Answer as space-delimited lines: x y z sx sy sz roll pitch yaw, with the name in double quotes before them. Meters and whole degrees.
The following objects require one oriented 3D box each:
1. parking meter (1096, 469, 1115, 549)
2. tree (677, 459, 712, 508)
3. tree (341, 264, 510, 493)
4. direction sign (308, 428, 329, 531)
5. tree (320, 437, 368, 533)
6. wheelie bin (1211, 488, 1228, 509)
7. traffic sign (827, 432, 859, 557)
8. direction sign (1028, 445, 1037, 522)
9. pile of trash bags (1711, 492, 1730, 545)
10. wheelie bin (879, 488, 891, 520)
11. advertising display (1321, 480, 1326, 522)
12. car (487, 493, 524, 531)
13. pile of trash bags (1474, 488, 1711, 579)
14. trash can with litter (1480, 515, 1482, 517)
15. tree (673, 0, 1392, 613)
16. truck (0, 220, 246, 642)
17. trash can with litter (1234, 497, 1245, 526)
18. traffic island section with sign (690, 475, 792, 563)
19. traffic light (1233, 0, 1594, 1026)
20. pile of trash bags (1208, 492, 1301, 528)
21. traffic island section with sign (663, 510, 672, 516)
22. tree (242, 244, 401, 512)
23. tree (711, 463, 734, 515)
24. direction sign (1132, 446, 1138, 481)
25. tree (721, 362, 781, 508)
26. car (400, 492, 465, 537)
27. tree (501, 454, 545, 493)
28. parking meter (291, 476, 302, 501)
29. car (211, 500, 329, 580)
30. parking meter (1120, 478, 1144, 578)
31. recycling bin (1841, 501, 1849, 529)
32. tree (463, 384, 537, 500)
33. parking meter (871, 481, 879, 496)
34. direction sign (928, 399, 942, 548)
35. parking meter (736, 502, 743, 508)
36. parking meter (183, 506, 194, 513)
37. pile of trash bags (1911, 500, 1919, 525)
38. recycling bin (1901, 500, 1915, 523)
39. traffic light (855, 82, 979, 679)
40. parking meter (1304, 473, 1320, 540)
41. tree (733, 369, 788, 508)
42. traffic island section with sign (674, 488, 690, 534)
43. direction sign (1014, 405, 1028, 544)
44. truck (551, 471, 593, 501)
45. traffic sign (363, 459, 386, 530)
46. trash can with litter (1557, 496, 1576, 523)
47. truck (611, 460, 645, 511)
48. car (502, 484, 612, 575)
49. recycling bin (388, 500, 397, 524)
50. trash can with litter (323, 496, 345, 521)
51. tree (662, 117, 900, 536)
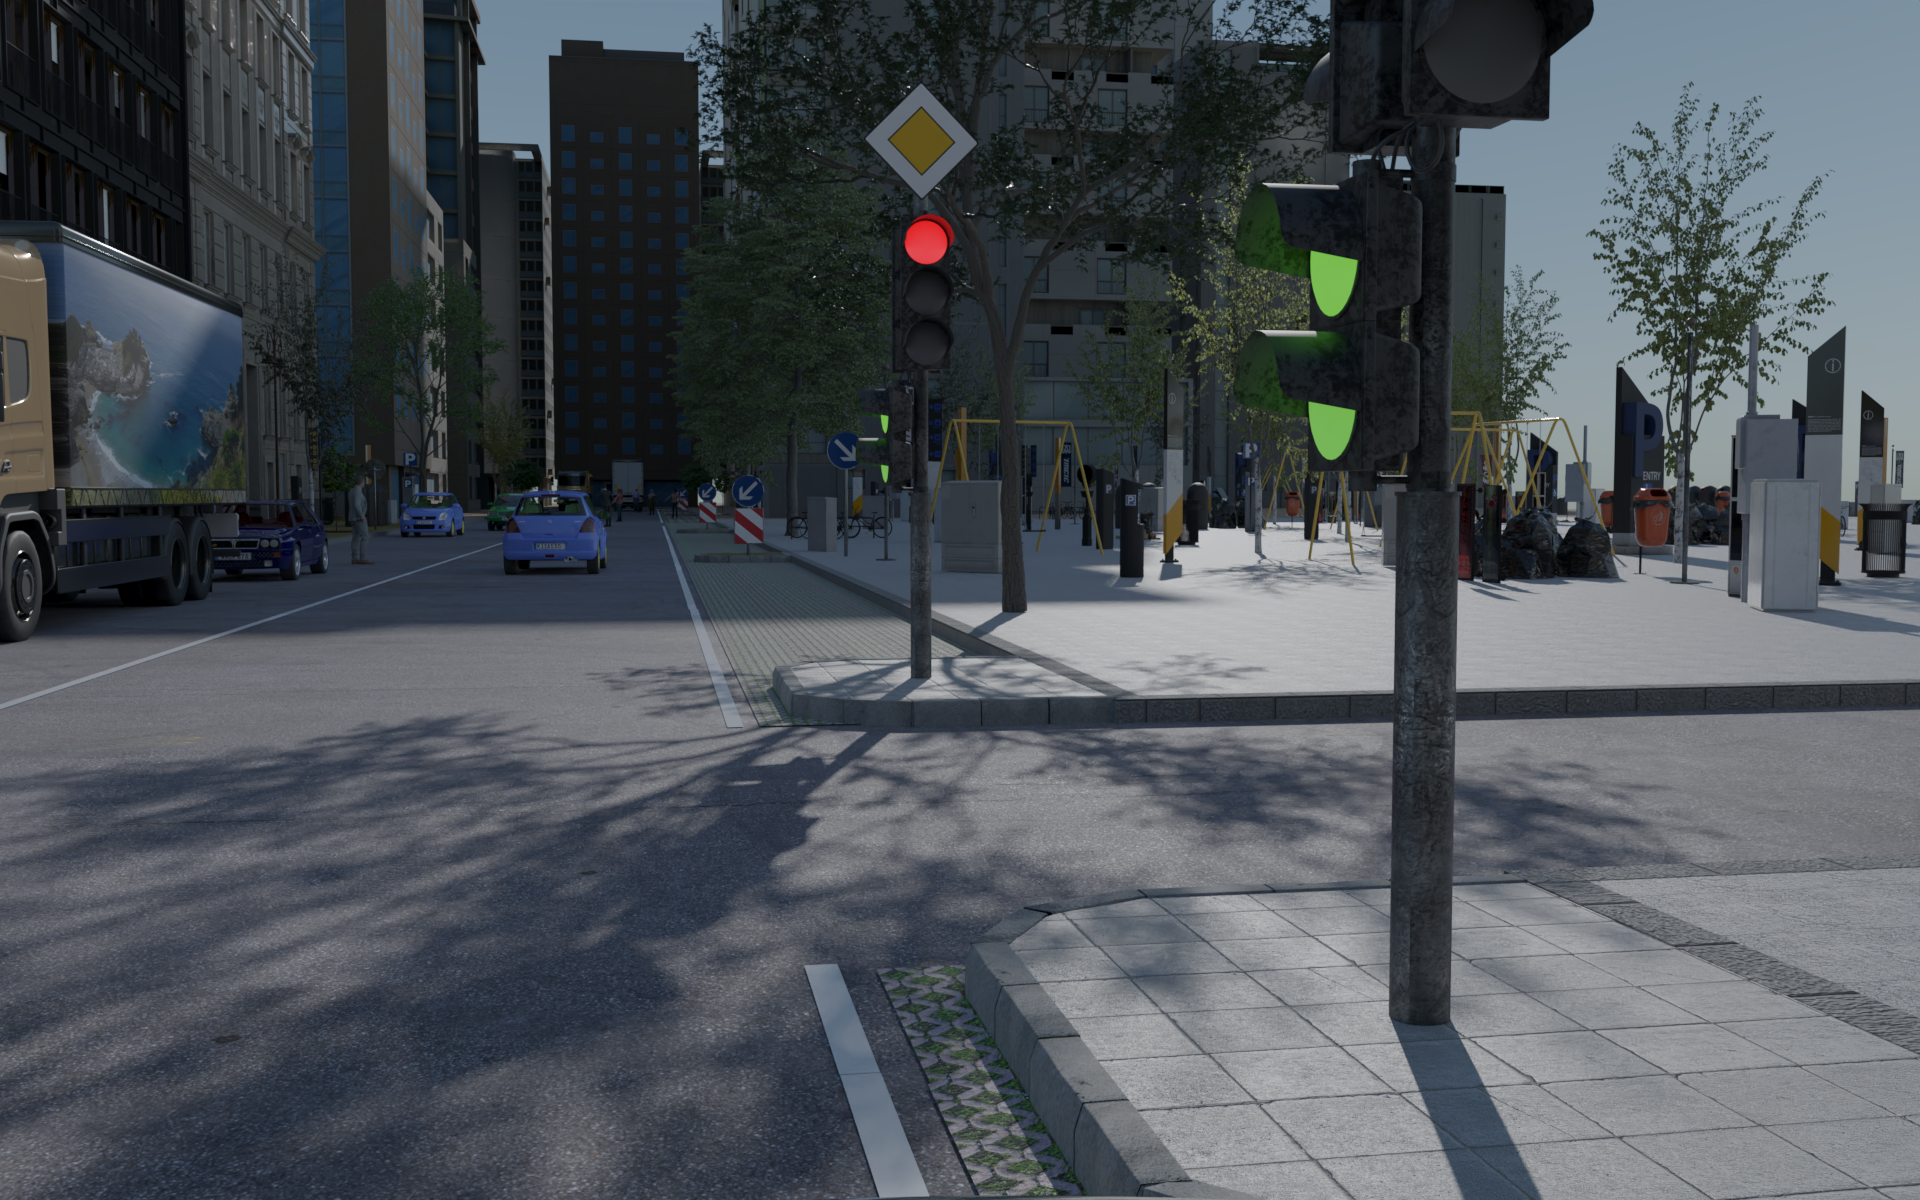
"parking meter" 3.371 -2.111 40.225 0.399 1.863 0.255 -3 5 -40
"tree" -24.890 -10.932 162.452 4.285 4.588 4.351 0 3 0
"tree" -24.169 -9.308 77.937 9.928 11.665 9.643 0 3 0
"direction sign" -22.012 -4.132 59.559 0.379 3.537 0.876 2 4 28
"tree" -20.879 -3.863 57.756 1.663 3.219 1.824 0 3 0
"wheelie bin" 13.136 -4.896 87.964 0.693 1.594 0.980 3 4 37
"traffic sign" -2.343 -2.166 35.526 0.768 2.556 0.104 0 4 -7
"direction sign" 3.189 -5.387 80.069 0.876 3.537 0.379 3 5 41
"pile of trash bags" 18.088 -2.112 44.279 3.447 1.369 1.912 0 4 5
"wheelie bin" -3.674 -4.624 83.518 0.693 1.594 0.980 0 4 4
"advertising display" 16.364 -4.553 79.657 0.974 1.923 0.123 3 4 36
"car" -17.744 -3.683 69.021 1.959 1.807 4.718 -1 4 -8
"pile of trash bags" 9.596 -1.064 27.153 3.447 1.369 1.912 -1 4 -14
"trash can with litter" 28.439 -4.959 92.135 2.233 1.210 1.678 2 4 28
"tree" 0.668 -5.166 18.879 8.767 10.594 7.601 1 4 9
"truck" -10.810 -1.896 19.910 2.839 4.237 11.283 -1 4 -10
"trash can with litter" 11.221 -3.583 69.964 0.624 1.170 1.055 -1 4 -20
"traffic island section with sign" -4.636 -1.719 36.733 1.989 1.847 2.006 -1 4 -10
"traffic light" 1.108 -0.930 4.131 0.839 4.253 0.868 -1 4 -10
"pile of trash bags" 11.121 -3.401 65.355 3.447 1.369 1.912 0 4 8
"traffic island section with sign" -18.074 -6.341 112.302 1.989 1.847 2.006 -1 4 -10
"tree" -19.266 -6.210 51.902 4.360 8.622 3.978 0 3 0
"tree" -14.599 -6.899 107.401 1.663 3.219 1.824 0 3 0
"direction sign" 8.193 -5.456 81.208 0.379 3.537 0.876 -1 4 -8
"tree" -10.835 -8.430 88.190 4.360 8.622 3.978 0 3 0
"car" -17.871 -3.002 58.677 1.945 1.707 3.694 0 4 -8
"tree" -35.228 -9.477 138.666 4.285 4.588 4.351 0 3 0
"parking meter" -21.332 -3.059 55.721 0.255 1.863 0.399 0 4 -2
"car" -12.057 -1.054 29.817 1.945 1.354 3.894 -1 4 -10
"parking meter" 2.650 -1.117 26.674 0.372 1.533 0.369 0 3 0
"recycling bin" 32.001 -3.112 63.441 0.722 1.027 0.722 -2 4 -24
"tree" -30.257 -9.985 113.625 4.737 8.622 4.395 0 3 0
"parking meter" -3.928 -4.539 79.925 0.255 1.863 0.399 2 4 29
"direction sign" -0.864 -3.009 41.197 0.876 3.537 0.379 0 4 1
"parking meter" -9.913 -4.441 78.326 0.399 1.863 0.255 -3 5 -41
"parking meter" -16.200 -1.698 36.168 0.372 1.533 0.369 0 3 0
"pile of trash bags" 41.407 -3.883 73.247 1.912 1.369 3.447 3 4 36
"recycling bin" 42.598 -3.984 77.699 0.722 1.027 0.722 3 4 37
"traffic light" -0.291 -1.411 11.993 0.839 4.253 0.868 -1 4 -10
"parking meter" 9.948 -2.644 48.933 0.399 1.863 0.255 -1 4 -17
"tree" -9.297 -8.061 82.153 4.737 8.622 4.395 0 3 0
"traffic island section with sign" -9.353 -3.342 63.274 1.989 1.847 2.006 -1 4 -10
"direction sign" 1.447 -3.217 44.589 0.379 3.537 0.876 0 4 7
"truck" -32.935 -9.308 148.107 3.469 3.379 9.791 -1 4 -9
"traffic sign" -21.102 -3.813 62.449 0.768 2.556 0.104 -1 4 -10
"trash can with litter" 27.777 -4.138 78.720 2.233 1.210 1.678 0 4 1
"truck" -27.995 -9.612 146.063 2.839 4.237 11.283 -1 4 -11
"car" -7.484 -1.383 32.200 1.945 1.707 3.694 -1 4 -9
"recycling bin" -24.307 -3.719 73.353 0.722 1.027 0.722 0 4 2
"trash can with litter" -29.492 -4.297 81.647 1.055 1.170 0.624 -2 4 -28
"tree" -4.714 -8.228 52.658 7.486 12.596 7.792 0 3 0
